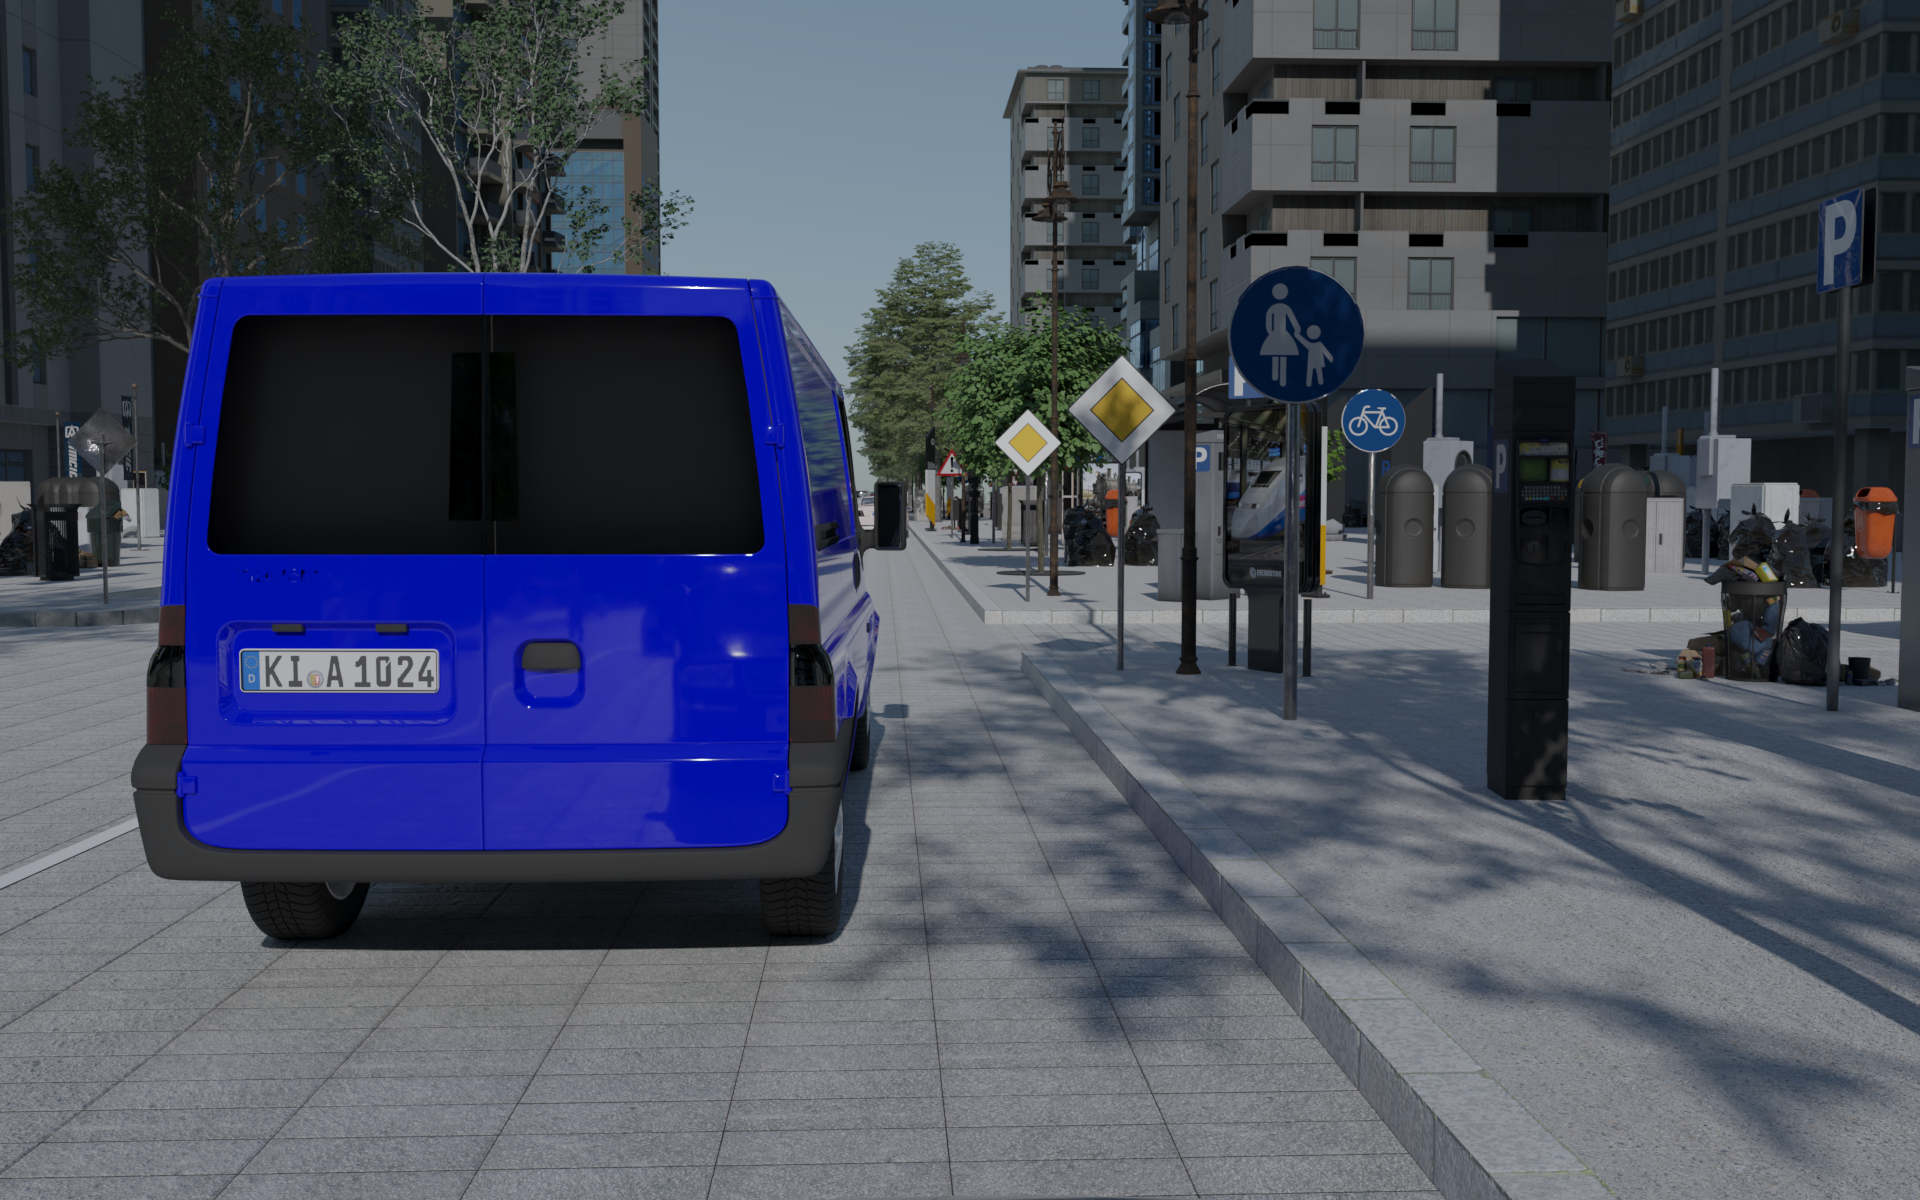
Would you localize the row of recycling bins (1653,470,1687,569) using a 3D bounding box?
[{"bbox_3d":[12.025,-1.468,31.109,1.069,1.692,3.534,0,4,0],"label":"row of recycling bins"}]

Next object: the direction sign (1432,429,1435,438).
[{"bbox_3d":[16.165,-4.199,60.644,0.876,3.537,0.379,2,4,25],"label":"direction sign"}]

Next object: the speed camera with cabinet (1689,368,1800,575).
[{"bbox_3d":[12.102,-1.976,26.640,0.660,3.252,2.038,0,4,-5],"label":"speed camera with cabinet"}]

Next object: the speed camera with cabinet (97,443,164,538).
[{"bbox_3d":[-24.599,-3.478,51.193,2.038,3.252,0.660,2,4,27],"label":"speed camera with cabinet"}]

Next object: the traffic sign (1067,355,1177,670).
[{"bbox_3d":[1.167,-0.547,12.579,0.795,2.450,0.064,0,4,-3],"label":"traffic sign"}]

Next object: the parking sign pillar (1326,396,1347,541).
[{"bbox_3d":[9.907,-3.611,47.512,1.447,3.967,1.447,-1,4,-22],"label":"parking sign pillar"}]

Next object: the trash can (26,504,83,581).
[{"bbox_3d":[-13.422,-0.860,25.714,0.748,1.137,0.748,0,3,0],"label":"trash can"}]

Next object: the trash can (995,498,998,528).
[{"bbox_3d":[1.580,-3.347,66.385,0.748,1.137,0.748,0,3,0],"label":"trash can"}]

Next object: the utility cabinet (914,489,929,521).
[{"bbox_3d":[-1.561,-4.470,81.757,1.173,1.500,0.318,-2,4,-25],"label":"utility cabinet"}]

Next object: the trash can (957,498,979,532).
[{"bbox_3d":[0.264,-2.899,59.051,0.748,1.137,0.748,0,3,0],"label":"trash can"}]

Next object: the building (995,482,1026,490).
[{"bbox_3d":[19.110,-24.238,241.333,27.650,21.520,28.899,0,4,-3],"label":"building"}]

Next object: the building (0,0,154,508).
[{"bbox_3d":[-38.203,-30.755,44.851,21.231,58.520,28.212,0,4,-3],"label":"building"}]

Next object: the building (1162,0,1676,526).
[{"bbox_3d":[24.982,-30.158,82.325,28.713,52.752,27.495,0,4,-3],"label":"building"}]

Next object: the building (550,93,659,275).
[{"bbox_3d":[-42.241,-33.506,197.938,14.600,45.320,14.200,0,4,-3],"label":"building"}]

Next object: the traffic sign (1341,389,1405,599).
[{"bbox_3d":[5.005,-1.282,21.061,0.768,2.556,0.104,0,4,2],"label":"traffic sign"}]

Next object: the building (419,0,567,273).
[{"bbox_3d":[-42.345,-29.175,131.631,22.147,44.769,28.867,0,4,-3],"label":"building"}]

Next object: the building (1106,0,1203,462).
[{"bbox_3d":[21.706,-50.702,141.642,22.319,86.520,31.000,0,4,-3],"label":"building"}]

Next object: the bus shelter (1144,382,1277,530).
[{"bbox_3d":[4.793,-2.455,34.059,2.014,3.302,5.546,0,4,-3],"label":"bus shelter"}]

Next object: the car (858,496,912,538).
[{"bbox_3d":[-2.647,-2.788,57.946,2.083,1.381,4.827,0,4,-2],"label":"car"}]

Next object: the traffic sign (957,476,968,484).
[{"bbox_3d":[0.231,-5.208,85.256,0.768,2.556,0.104,0,4,2],"label":"traffic sign"}]

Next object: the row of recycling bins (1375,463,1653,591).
[{"bbox_3d":[7.462,-1.008,23.599,3.534,1.692,1.069,1,4,18],"label":"row of recycling bins"}]

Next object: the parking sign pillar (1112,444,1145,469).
[{"bbox_3d":[6.621,-4.872,68.130,1.447,3.967,1.447,0,4,-4],"label":"parking sign pillar"}]

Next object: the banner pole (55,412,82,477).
[{"bbox_3d":[-27.247,-3.845,52.888,0.863,3.779,0.401,-1,4,-17],"label":"banner pole"}]

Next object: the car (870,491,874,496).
[{"bbox_3d":[-11.788,-14.320,242.806,2.281,1.827,5.304,0,4,-1],"label":"car"}]

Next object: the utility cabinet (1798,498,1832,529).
[{"bbox_3d":[14.428,-1.119,29.456,0.306,1.237,1.020,0,4,-7],"label":"utility cabinet"}]

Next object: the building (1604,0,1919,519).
[{"bbox_3d":[34.659,-21.933,50.488,23.993,40.220,32.217,0,4,-3],"label":"building"}]

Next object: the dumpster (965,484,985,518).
[{"bbox_3d":[0.746,-5.479,95.348,1.264,1.857,1.865,0,4,-3],"label":"dumpster"}]

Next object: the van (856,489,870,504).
[{"bbox_3d":[-8.174,-8.359,143.683,2.013,2.044,4.112,0,4,-2],"label":"van"}]

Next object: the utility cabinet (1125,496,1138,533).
[{"bbox_3d":[4.484,-2.145,46.232,0.306,1.237,1.020,0,4,-6],"label":"utility cabinet"}]

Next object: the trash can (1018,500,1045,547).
[{"bbox_3d":[1.777,-1.859,42.045,0.748,1.137,0.748,0,3,0],"label":"trash can"}]

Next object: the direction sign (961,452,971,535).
[{"bbox_3d":[0.297,-3.809,54.267,0.379,3.537,0.876,2,4,33],"label":"direction sign"}]

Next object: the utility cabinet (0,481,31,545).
[{"bbox_3d":[-16.823,-1.312,30.133,1.173,1.500,0.318,-2,4,-29],"label":"utility cabinet"}]

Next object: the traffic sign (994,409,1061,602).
[{"bbox_3d":[0.803,-1.034,20.556,0.795,2.450,0.064,0,4,-3],"label":"traffic sign"}]

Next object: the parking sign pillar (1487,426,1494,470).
[{"bbox_3d":[15.418,-3.695,48.882,1.447,3.967,1.447,-1,4,-17],"label":"parking sign pillar"}]

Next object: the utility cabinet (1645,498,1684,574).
[{"bbox_3d":[11.228,-1.044,28.234,1.020,1.237,0.306,2,4,26],"label":"utility cabinet"}]

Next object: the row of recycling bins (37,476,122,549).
[{"bbox_3d":[-21.075,-2.093,41.332,3.534,1.692,1.069,3,5,44],"label":"row of recycling bins"}]

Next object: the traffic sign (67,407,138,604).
[{"bbox_3d":[-9.931,-1.006,20.087,0.795,2.450,0.064,0,4,-3],"label":"traffic sign"}]

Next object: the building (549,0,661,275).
[{"bbox_3d":[-45.775,-47.491,214.725,20.563,71.187,20.611,0,4,-3],"label":"building"}]

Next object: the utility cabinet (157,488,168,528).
[{"bbox_3d":[-30.109,-3.447,65.044,0.318,1.500,1.173,2,4,29],"label":"utility cabinet"}]

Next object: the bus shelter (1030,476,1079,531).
[{"bbox_3d":[3.322,-4.961,58.745,2.179,5.291,8.768,0,4,-2],"label":"bus shelter"}]

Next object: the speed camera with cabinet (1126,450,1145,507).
[{"bbox_3d":[6.066,-4.227,63.452,0.660,3.252,2.038,2,4,28],"label":"speed camera with cabinet"}]

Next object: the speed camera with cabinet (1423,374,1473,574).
[{"bbox_3d":[7.518,-2.055,27.932,2.038,3.252,0.660,-3,5,-44],"label":"speed camera with cabinet"}]

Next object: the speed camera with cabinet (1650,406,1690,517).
[{"bbox_3d":[16.345,-2.708,38.613,0.660,3.252,2.038,-1,4,-22],"label":"speed camera with cabinet"}]

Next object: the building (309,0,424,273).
[{"bbox_3d":[-46.595,-25.277,105.168,32.217,40.220,23.993,0,4,-3],"label":"building"}]

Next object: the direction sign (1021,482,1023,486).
[{"bbox_3d":[2.389,-4.556,66.484,0.379,3.537,0.876,-1,4,-9],"label":"direction sign"}]

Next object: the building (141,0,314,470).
[{"bbox_3d":[-37.308,-25.955,74.477,14.600,45.320,14.200,0,4,-3],"label":"building"}]

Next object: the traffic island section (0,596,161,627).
[{"bbox_3d":[-9.955,0.130,20.148,2.009,0.180,2.903,0,4,-3],"label":"traffic island section"}]

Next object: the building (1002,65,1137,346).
[{"bbox_3d":[20.449,-38.086,211.951,28.713,52.752,27.495,0,4,-3],"label":"building"}]

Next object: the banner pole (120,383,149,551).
[{"bbox_3d":[-18.626,-2.994,38.962,0.401,3.779,0.863,0,4,1],"label":"banner pole"}]

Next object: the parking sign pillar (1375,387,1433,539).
[{"bbox_3d":[11.171,-3.358,43.382,1.447,3.967,1.447,-2,4,-27],"label":"parking sign pillar"}]

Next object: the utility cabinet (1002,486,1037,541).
[{"bbox_3d":[1.665,-2.355,47.184,1.173,1.500,0.318,3,5,44],"label":"utility cabinet"}]

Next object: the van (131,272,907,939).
[{"bbox_3d":[-1.354,-0.175,7.245,2.240,2.365,5.245,0,4,-1],"label":"van"}]

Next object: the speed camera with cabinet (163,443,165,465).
[{"bbox_3d":[-31.453,-4.471,67.433,2.038,3.252,0.660,3,5,45],"label":"speed camera with cabinet"}]

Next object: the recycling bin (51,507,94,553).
[{"bbox_3d":[-16.847,-1.253,33.039,0.722,1.027,0.722,0,4,-5],"label":"recycling bin"}]
